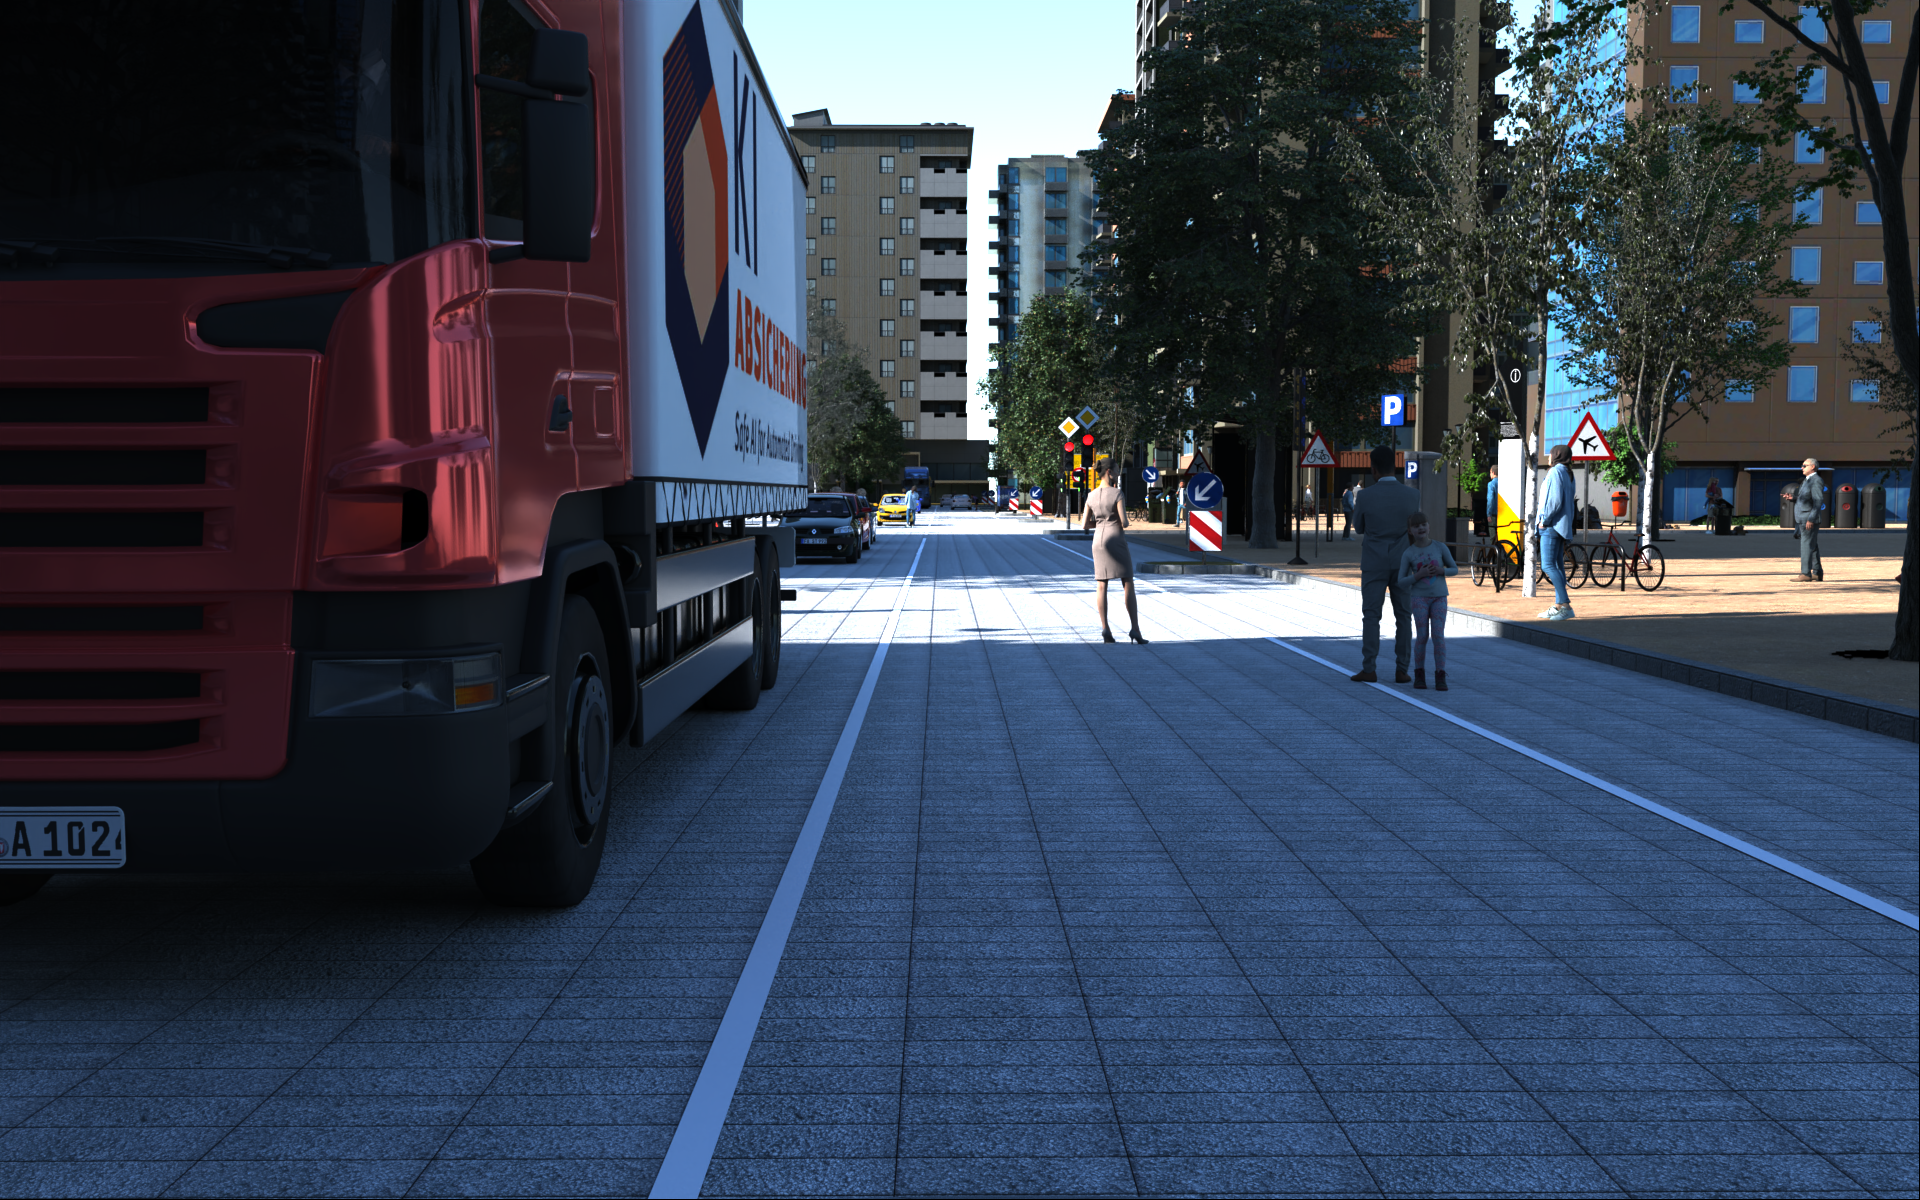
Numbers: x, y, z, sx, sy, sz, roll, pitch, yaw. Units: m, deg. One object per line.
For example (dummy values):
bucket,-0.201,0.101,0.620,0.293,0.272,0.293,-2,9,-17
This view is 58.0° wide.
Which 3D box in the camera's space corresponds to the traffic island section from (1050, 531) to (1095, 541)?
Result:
traffic island section,4.040,-1.994,54.883,2.009,0.180,2.903,0,4,-1

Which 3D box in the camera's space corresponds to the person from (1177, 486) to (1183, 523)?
person,9.942,-4.325,76.774,0.660,1.820,0.620,1,4,22

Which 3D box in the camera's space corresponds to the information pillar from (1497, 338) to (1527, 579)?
information pillar,8.384,-2.136,26.282,0.183,3.616,0.504,-2,4,-26

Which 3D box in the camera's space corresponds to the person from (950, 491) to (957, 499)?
person,-0.602,-10.889,187.083,0.990,1.755,0.434,-1,4,-12

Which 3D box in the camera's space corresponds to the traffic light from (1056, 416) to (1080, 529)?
traffic light,3.915,-4.516,62.754,0.839,4.253,0.868,0,4,-1

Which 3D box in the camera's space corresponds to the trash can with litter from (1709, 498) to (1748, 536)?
trash can with litter,23.886,-2.593,53.790,1.055,1.170,0.624,-1,4,-11

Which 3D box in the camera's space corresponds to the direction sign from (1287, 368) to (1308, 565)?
direction sign,6.157,-2.414,31.467,0.379,3.537,0.876,2,4,23

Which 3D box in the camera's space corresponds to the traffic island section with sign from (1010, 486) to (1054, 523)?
traffic island section with sign,3.699,-4.822,87.465,1.989,1.847,2.006,0,4,-1

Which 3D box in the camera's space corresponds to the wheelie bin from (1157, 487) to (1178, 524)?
wheelie bin,8.957,-4.043,74.006,0.693,1.594,0.980,0,4,-5

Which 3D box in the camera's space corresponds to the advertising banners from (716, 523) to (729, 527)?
advertising banners,-9.037,-4.170,64.360,2.074,3.025,0.090,2,4,30

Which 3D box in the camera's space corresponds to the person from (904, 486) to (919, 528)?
person,-2.061,-3.950,73.351,0.793,1.790,0.793,3,5,44

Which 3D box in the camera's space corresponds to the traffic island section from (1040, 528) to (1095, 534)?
traffic island section,3.956,-2.482,62.868,2.009,0.180,2.903,0,4,-1

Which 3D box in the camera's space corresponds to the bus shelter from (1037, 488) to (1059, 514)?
bus shelter,5.725,-7.459,113.243,1.731,3.624,6.357,0,4,-1

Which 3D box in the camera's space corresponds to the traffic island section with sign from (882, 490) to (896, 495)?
traffic island section with sign,-7.053,-9.591,165.441,1.989,1.847,2.006,0,4,-1

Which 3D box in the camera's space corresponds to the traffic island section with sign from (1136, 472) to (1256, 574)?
traffic island section with sign,4.289,-1.422,31.878,1.989,1.847,2.006,0,4,-1

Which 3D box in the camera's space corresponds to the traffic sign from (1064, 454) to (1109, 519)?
traffic sign,6.375,-5.708,87.192,2.265,3.308,0.079,0,4,6

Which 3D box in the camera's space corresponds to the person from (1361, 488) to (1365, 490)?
person,14.952,-3.400,64.228,0.523,1.515,0.503,0,4,-2

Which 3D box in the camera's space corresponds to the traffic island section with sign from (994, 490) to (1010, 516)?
traffic island section with sign,3.412,-6.470,114.419,1.989,1.847,2.006,0,4,-1

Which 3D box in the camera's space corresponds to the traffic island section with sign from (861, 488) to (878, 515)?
traffic island section with sign,-6.514,-6.544,115.627,1.989,1.847,2.006,0,4,-1

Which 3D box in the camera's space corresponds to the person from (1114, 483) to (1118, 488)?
person,6.780,-4.256,75.809,0.466,1.800,0.511,-3,5,-40

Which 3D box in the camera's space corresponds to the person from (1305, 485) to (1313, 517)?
person,19.237,-5.479,95.852,0.641,1.798,0.478,0,3,0

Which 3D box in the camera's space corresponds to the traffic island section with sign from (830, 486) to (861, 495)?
traffic island section with sign,-6.233,-4.861,88.107,1.989,1.847,2.006,0,4,-1

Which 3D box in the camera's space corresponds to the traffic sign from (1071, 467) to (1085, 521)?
traffic sign,5.690,-5.045,82.593,0.768,2.556,0.104,0,4,4

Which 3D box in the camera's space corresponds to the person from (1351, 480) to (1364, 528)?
person,15.073,-3.641,65.752,0.592,1.802,0.473,2,4,26

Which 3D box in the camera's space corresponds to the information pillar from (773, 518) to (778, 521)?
information pillar,-8.876,-5.628,83.366,0.504,3.616,0.183,2,4,32

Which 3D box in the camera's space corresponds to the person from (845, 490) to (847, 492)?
person,-13.512,-12.213,206.432,0.721,1.736,1.217,2,4,30

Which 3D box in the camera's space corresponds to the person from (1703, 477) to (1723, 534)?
person,24.238,-3.043,55.772,0.573,1.828,0.580,2,4,27

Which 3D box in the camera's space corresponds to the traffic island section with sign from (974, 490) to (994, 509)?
traffic island section with sign,2.583,-11.207,191.861,1.989,1.847,2.006,0,4,-1

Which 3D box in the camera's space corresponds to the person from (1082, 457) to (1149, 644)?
person,1.489,-0.476,16.628,0.599,1.781,0.374,3,4,38

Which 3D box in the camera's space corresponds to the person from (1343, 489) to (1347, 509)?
person,19.536,-4.959,87.084,0.622,1.834,0.822,2,4,29

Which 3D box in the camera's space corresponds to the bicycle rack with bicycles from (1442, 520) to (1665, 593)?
bicycle rack with bicycles,7.834,-0.632,23.715,2.852,0.926,2.925,-1,4,-8

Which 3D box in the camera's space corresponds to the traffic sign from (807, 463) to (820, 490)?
traffic sign,-10.301,-7.297,113.174,2.265,3.308,0.079,0,4,4

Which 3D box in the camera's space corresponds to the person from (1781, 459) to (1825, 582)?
person,12.398,-1.176,25.447,0.590,1.801,0.661,1,4,13

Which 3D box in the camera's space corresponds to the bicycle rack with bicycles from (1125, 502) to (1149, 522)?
bicycle rack with bicycles,8.189,-4.110,80.577,2.852,0.926,2.925,-1,4,-10

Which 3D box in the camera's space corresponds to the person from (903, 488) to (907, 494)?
person,-3.449,-6.201,110.098,0.699,1.804,1.509,1,4,9

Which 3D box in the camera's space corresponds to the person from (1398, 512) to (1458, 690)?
person,3.458,0.002,12.744,0.425,1.301,0.394,0,4,-6

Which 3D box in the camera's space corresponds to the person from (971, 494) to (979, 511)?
person,1.305,-8.488,150.510,0.697,1.427,0.421,-1,4,-10

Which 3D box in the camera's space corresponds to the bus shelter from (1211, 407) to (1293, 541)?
bus shelter,8.225,-3.589,49.964,1.731,3.624,6.357,0,4,0

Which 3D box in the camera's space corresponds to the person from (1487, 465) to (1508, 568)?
person,9.289,-1.435,29.850,0.601,1.785,0.444,-1,4,-19

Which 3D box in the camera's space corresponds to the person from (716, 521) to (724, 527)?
person,-3.367,-0.718,20.454,1.509,1.804,0.699,-1,4,-19

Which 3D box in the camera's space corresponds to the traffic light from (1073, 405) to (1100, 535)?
traffic light,4.000,-4.027,54.769,0.839,4.253,0.868,0,4,-1

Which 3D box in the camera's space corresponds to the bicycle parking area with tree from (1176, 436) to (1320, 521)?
bicycle parking area with tree,14.141,-5.961,84.464,8.231,4.147,9.016,1,4,9

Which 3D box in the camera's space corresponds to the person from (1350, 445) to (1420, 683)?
person,3.250,-0.280,13.267,0.511,1.800,0.466,-1,4,-11

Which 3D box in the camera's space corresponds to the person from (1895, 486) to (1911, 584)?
person,12.605,-1.021,22.651,0.836,1.842,0.656,-2,4,-24

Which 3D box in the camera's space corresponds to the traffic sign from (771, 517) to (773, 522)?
traffic sign,-8.554,-4.816,78.851,0.768,2.556,0.104,0,4,0

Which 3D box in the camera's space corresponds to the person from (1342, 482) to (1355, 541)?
person,10.750,-2.447,47.863,0.330,1.601,0.589,0,4,1

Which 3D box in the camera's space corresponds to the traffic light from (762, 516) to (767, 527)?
traffic light,-6.160,-4.020,54.645,0.839,4.253,0.868,0,4,-1

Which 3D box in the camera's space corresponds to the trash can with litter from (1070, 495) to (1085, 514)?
trash can with litter,7.805,-6.100,110.796,1.678,1.210,2.233,1,4,10

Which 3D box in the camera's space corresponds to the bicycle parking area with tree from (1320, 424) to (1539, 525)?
bicycle parking area with tree,20.833,-5.308,73.787,9.016,4.147,8.231,2,4,23

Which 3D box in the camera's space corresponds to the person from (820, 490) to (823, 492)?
person,-14.609,-10.683,181.386,0.721,1.739,1.217,-1,4,-20

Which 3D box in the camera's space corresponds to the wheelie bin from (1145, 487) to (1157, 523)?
wheelie bin,8.760,-4.248,77.356,0.980,1.594,0.693,1,4,10

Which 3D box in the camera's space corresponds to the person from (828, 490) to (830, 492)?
person,-13.841,-10.862,184.459,0.721,1.723,1.217,1,4,18

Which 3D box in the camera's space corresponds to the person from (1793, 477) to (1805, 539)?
person,23.973,-2.609,49.257,0.362,1.759,0.519,0,4,-5

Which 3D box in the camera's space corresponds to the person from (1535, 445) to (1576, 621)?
person,6.151,-0.703,17.806,0.793,1.790,0.793,0,4,-1

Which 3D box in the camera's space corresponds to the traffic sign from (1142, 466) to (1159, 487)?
traffic sign,8.706,-4.835,79.154,0.768,2.556,0.104,0,4,4

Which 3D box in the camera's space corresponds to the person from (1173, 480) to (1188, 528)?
person,8.396,-3.608,65.023,0.713,1.824,0.794,-2,4,-30

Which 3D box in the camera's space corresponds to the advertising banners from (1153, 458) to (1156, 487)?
advertising banners,9.436,-5.447,85.248,0.090,3.025,2.074,0,4,-2
